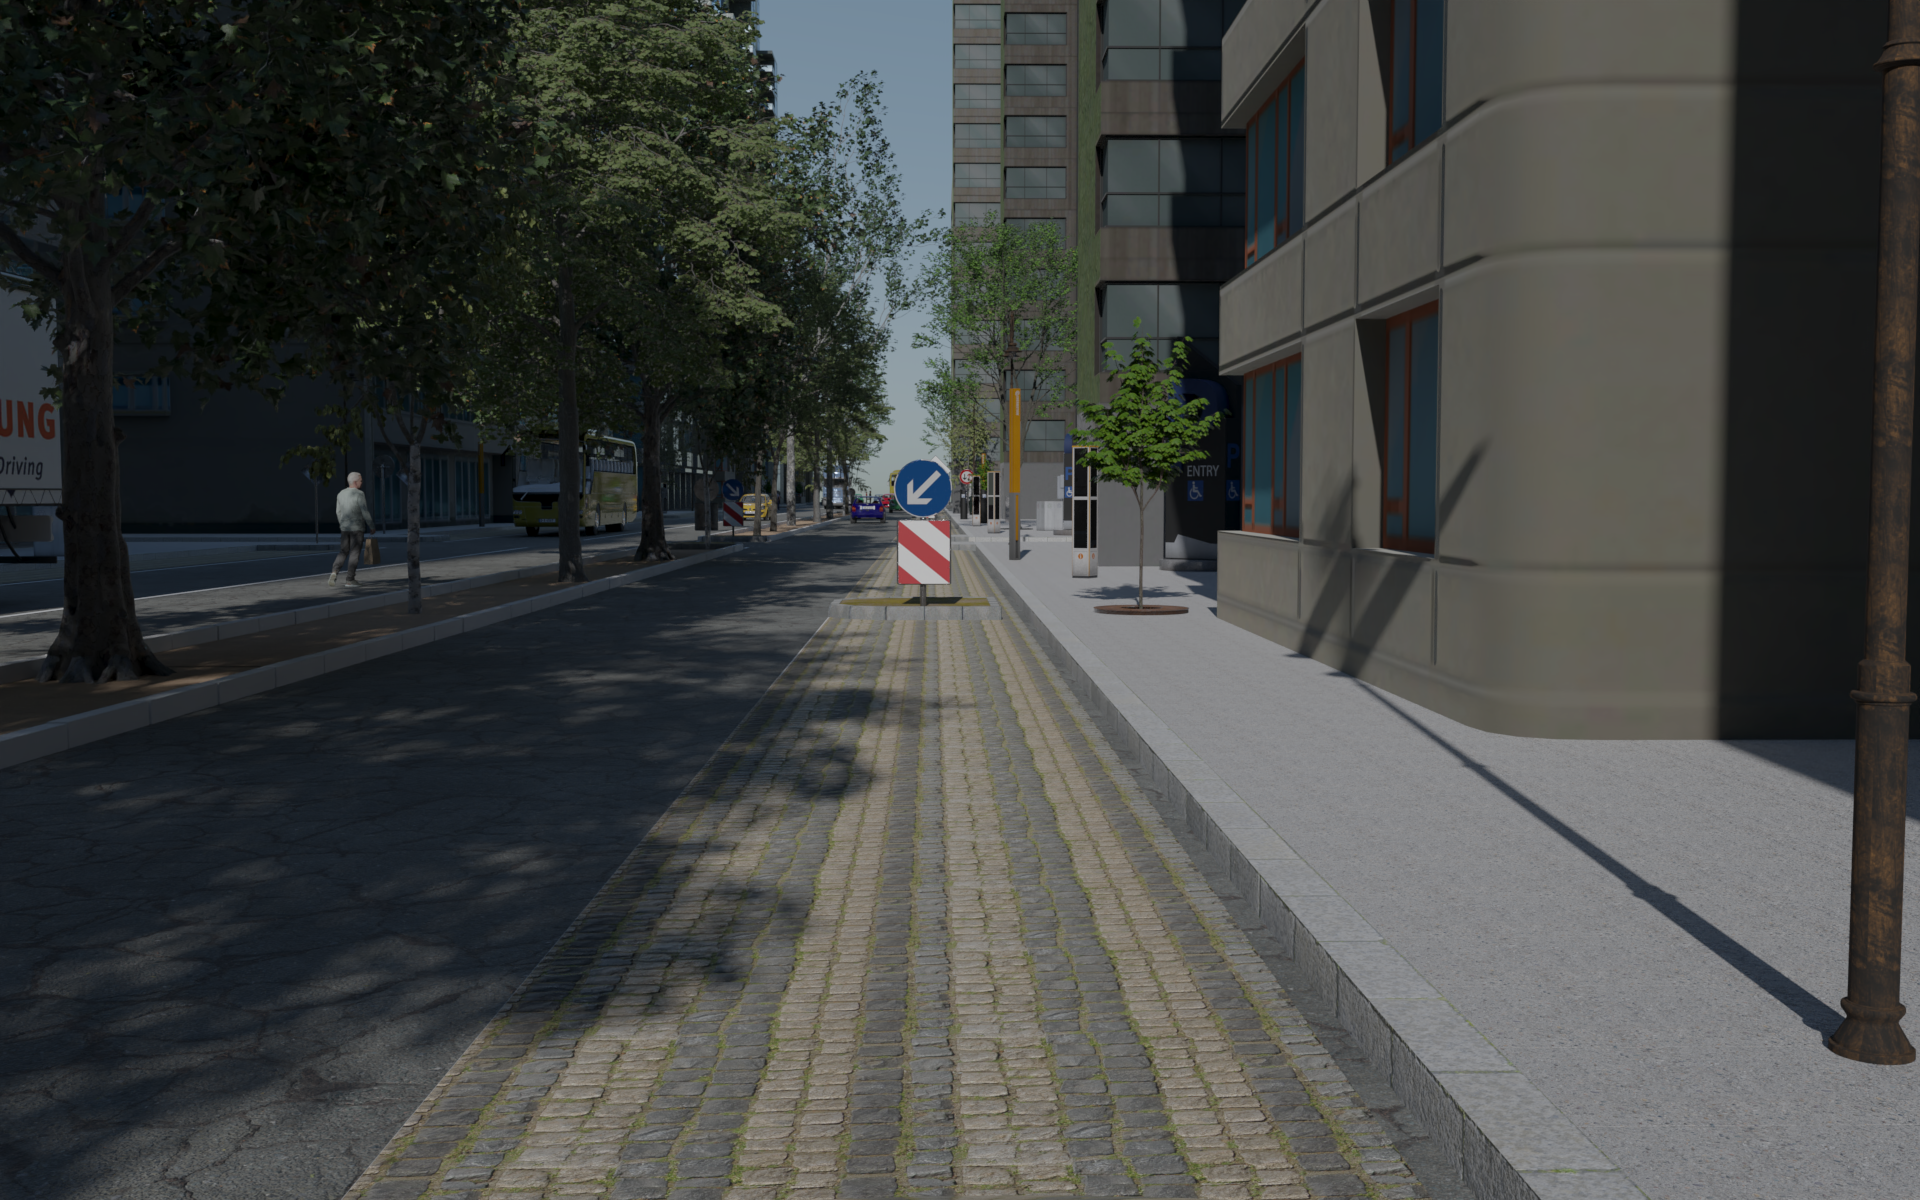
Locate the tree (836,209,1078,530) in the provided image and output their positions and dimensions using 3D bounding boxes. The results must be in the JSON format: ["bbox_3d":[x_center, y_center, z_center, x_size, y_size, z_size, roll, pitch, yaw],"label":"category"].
[{"bbox_3d":[2.065,-8.359,62.423,9.928,11.665,9.643,0,3,0],"label":"tree"}]

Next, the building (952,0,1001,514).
[{"bbox_3d":[6.472,-26.627,118.940,14.154,41.232,14.086,0,4,-1],"label":"building"}]

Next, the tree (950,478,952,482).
[{"bbox_3d":[-0.619,-10.594,167.814,1.663,3.219,1.824,0,3,0],"label":"tree"}]

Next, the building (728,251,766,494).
[{"bbox_3d":[-29.614,-31.266,194.799,14.154,41.232,14.086,0,4,-1],"label":"building"}]

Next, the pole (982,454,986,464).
[{"bbox_3d":[1.202,-5.722,87.395,0.158,3.312,0.155,0,3,0],"label":"pole"}]

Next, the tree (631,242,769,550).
[{"bbox_3d":[-6.451,-5.574,43.961,4.360,8.622,3.978,0,3,0],"label":"tree"}]

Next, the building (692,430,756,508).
[{"bbox_3d":[-35.803,-20.110,173.845,27.650,21.520,28.899,0,4,-1],"label":"building"}]

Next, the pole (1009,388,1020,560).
[{"bbox_3d":[1.062,-2.429,33.550,0.158,3.312,0.155,0,3,0],"label":"pole"}]

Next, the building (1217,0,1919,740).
[{"bbox_3d":[16.723,-9.668,3.109,27.650,21.520,28.899,0,4,-1],"label":"building"}]

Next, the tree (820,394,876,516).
[{"bbox_3d":[-8.060,-10.622,126.491,4.360,8.622,3.978,0,3,0],"label":"tree"}]

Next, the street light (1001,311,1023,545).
[{"bbox_3d":[1.308,-4.345,43.827,0.468,5.910,1.993,0,4,-1],"label":"street light"}]

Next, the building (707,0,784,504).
[{"bbox_3d":[-34.101,-55.905,226.717,22.319,86.520,31.000,0,4,-1],"label":"building"}]

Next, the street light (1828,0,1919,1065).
[{"bbox_3d":[2.093,-1.897,3.798,0.468,5.910,1.993,0,4,-1],"label":"street light"}]

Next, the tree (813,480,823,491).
[{"bbox_3d":[-23.709,-18.403,284.595,4.285,4.588,4.351,0,3,0],"label":"tree"}]

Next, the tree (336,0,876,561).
[{"bbox_3d":[-6.598,-7.174,36.761,9.611,12.733,9.660,0,3,0],"label":"tree"}]

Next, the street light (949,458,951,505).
[{"bbox_3d":[-1.204,-14.162,204.329,0.468,5.910,1.993,0,4,-1],"label":"street light"}]

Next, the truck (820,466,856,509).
[{"bbox_3d":[-11.505,-10.977,169.240,2.967,4.110,18.799,0,4,0],"label":"truck"}]

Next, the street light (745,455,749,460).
[{"bbox_3d":[-20.763,-12.036,169.573,0.468,5.910,1.993,0,4,-1],"label":"street light"}]

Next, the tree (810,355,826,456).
[{"bbox_3d":[-7.944,-11.679,119.170,9.928,11.665,9.643,0,3,0],"label":"tree"}]

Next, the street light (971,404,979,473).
[{"bbox_3d":[0.712,-7.037,87.841,0.468,5.910,1.993,0,4,-1],"label":"street light"}]

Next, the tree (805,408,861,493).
[{"bbox_3d":[-8.011,-9.454,107.389,4.737,8.622,4.395,0,3,0],"label":"tree"}]

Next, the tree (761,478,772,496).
[{"bbox_3d":[-21.096,-12.006,190.895,1.663,3.219,1.824,0,3,0],"label":"tree"}]

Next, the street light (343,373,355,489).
[{"bbox_3d":[-18.886,-4.920,53.238,0.468,5.910,1.993,0,4,-1],"label":"street light"}]

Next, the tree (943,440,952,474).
[{"bbox_3d":[-0.113,-16.252,216.086,4.360,8.622,3.978,0,3,0],"label":"tree"}]

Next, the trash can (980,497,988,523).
[{"bbox_3d":[0.993,-3.924,75.815,0.748,1.137,0.748,0,3,0],"label":"trash can"}]

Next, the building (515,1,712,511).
[{"bbox_3d":[-33.505,-31.964,142.213,23.786,49.044,30.456,0,4,-1],"label":"building"}]

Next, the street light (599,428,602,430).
[{"bbox_3d":[-19.536,-7.369,93.270,0.468,5.910,1.993,0,4,-1],"label":"street light"}]

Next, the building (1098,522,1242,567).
[{"bbox_3d":[9.368,-16.207,36.681,14.160,30.474,14.107,0,4,-1],"label":"building"}]

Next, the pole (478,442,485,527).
[{"bbox_3d":[-18.753,-4.526,67.836,0.158,3.312,0.155,0,3,0],"label":"pole"}]

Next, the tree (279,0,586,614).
[{"bbox_3d":[-6.544,-4.148,20.632,4.737,8.622,4.395,0,3,0],"label":"tree"}]

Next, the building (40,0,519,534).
[{"bbox_3d":[-29.969,-26.975,64.751,21.300,48.544,21.600,0,4,-1],"label":"building"}]

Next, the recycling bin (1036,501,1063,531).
[{"bbox_3d":[3.144,-2.944,60.681,0.722,1.027,0.722,-2,4,-24],"label":"recycling bin"}]

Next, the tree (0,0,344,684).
[{"bbox_3d":[-6.707,-5.721,13.003,9.611,12.733,9.660,0,3,0],"label":"tree"}]

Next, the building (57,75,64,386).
[{"bbox_3d":[-31.971,-29.301,98.672,23.786,49.044,30.456,0,4,-1],"label":"building"}]

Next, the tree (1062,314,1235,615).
[{"bbox_3d":[1.926,-1.483,18.847,1.663,3.219,1.824,0,3,0],"label":"tree"}]

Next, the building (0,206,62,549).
[{"bbox_3d":[-34.906,-25.166,31.079,30.456,49.044,23.786,0,4,-1],"label":"building"}]

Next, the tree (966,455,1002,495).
[{"bbox_3d":[1.111,-5.520,84.858,1.663,3.219,1.824,0,3,0],"label":"tree"}]

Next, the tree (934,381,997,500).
[{"bbox_3d":[0.562,-9.769,110.089,4.737,8.622,4.395,0,3,0],"label":"tree"}]

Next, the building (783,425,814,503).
[{"bbox_3d":[-36.614,-25.351,259.525,27.650,21.520,28.899,0,4,-1],"label":"building"}]

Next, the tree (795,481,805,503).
[{"bbox_3d":[-21.978,-14.899,238.203,1.663,3.219,1.824,0,3,0],"label":"tree"}]

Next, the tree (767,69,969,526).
[{"bbox_3d":[-6.351,-13.336,76.387,12.611,20.169,13.585,0,3,0],"label":"tree"}]

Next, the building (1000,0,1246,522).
[{"bbox_3d":[9.118,-19.687,93.577,14.160,30.474,14.107,0,4,-1],"label":"building"}]

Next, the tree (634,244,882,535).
[{"bbox_3d":[-7.109,-7.845,65.137,8.767,10.594,7.601,0,4,-1],"label":"tree"}]

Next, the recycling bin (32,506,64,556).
[{"bbox_3d":[-18.738,-1.427,35.885,0.722,1.027,0.722,-1,4,-17],"label":"recycling bin"}]

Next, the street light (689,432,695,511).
[{"bbox_3d":[-20.044,-9.587,129.542,0.468,5.910,1.993,0,4,-1],"label":"street light"}]

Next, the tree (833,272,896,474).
[{"bbox_3d":[-7.108,-10.162,86.737,7.486,12.596,7.792,0,3,0],"label":"tree"}]

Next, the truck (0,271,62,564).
[{"bbox_3d":[-13.108,-1.746,17.460,2.839,4.237,11.283,0,4,-1],"label":"truck"}]

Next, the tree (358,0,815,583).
[{"bbox_3d":[-6.180,-6.524,27.248,7.486,12.596,7.792,0,3,0],"label":"tree"}]

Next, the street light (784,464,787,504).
[{"bbox_3d":[-21.441,-14.725,213.534,0.468,5.910,1.993,0,4,-1],"label":"street light"}]
